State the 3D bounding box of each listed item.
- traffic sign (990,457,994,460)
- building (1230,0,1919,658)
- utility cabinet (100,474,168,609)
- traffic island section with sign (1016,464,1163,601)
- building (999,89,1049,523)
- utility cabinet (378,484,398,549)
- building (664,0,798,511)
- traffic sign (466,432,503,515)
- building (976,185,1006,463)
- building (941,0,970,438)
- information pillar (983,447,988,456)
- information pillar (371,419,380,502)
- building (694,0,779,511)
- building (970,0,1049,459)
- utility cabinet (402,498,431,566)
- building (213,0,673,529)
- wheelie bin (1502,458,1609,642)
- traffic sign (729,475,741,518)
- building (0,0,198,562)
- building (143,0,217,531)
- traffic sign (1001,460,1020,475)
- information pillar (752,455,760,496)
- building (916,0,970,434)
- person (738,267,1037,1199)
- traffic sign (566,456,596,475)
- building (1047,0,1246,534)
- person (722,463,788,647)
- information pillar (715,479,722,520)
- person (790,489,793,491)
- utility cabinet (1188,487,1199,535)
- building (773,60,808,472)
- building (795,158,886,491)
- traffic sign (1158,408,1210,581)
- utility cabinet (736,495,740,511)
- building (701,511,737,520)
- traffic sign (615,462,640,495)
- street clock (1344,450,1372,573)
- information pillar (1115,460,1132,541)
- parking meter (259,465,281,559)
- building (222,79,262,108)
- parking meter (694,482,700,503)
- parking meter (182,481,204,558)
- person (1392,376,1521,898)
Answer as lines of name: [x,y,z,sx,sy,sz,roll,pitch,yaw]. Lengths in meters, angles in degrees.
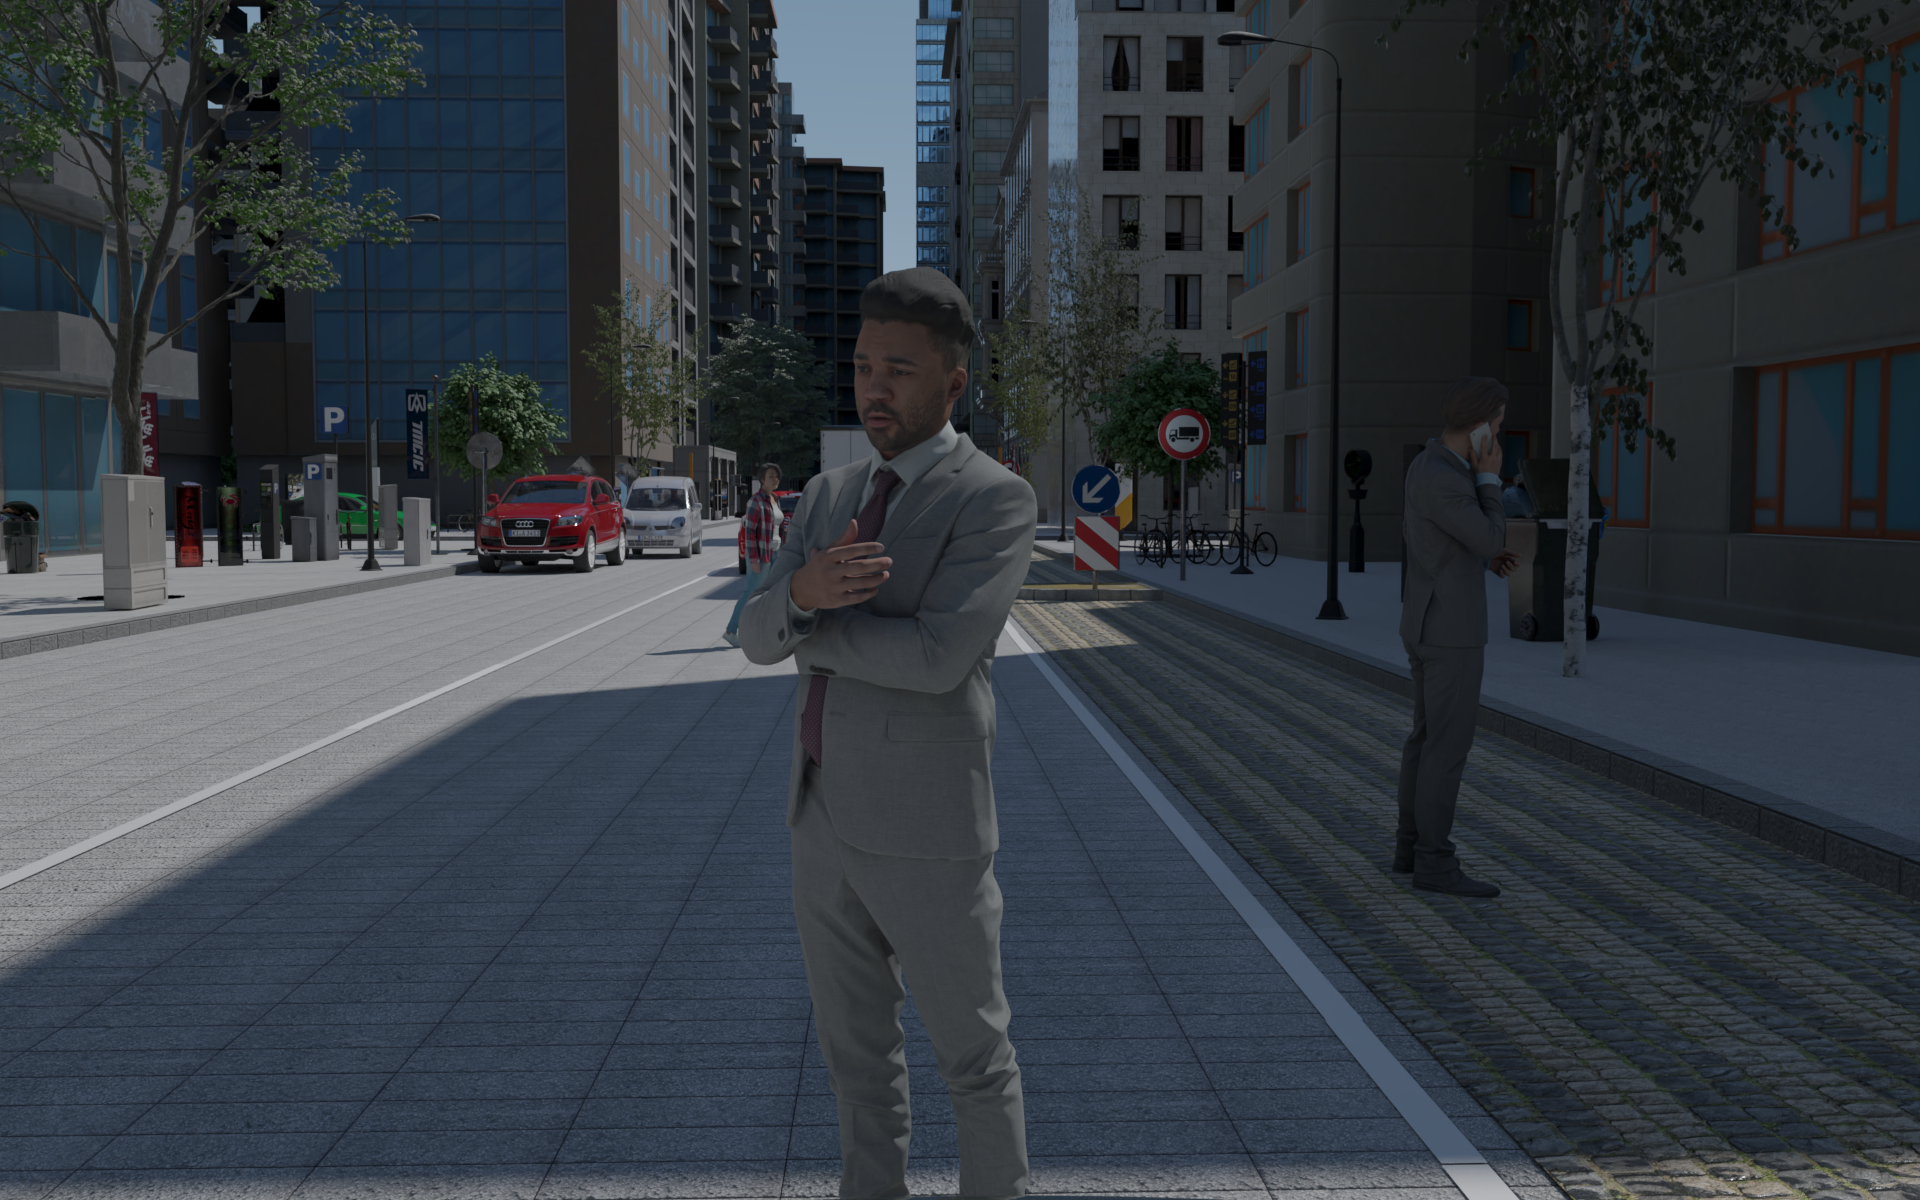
traffic sign: [0.821,-2.617,46.437,0.795,2.450,0.064,0,4,-2]
building: [20.834,-11.132,27.045,27.650,21.520,28.899,0,4,-2]
utility cabinet: [-9.293,-0.664,19.534,0.318,1.500,1.173,0,4,-7]
traffic island section with sign: [1.691,-0.940,23.998,1.989,1.847,2.006,0,4,-2]
building: [7.358,-14.436,85.175,9.793,20.994,18.267,0,4,-2]
utility cabinet: [-13.300,-1.930,40.228,0.318,1.500,1.173,-2,4,-24]
building: [-26.263,-44.556,166.745,20.563,71.187,20.611,0,4,-2]
traffic sign: [-9.791,-2.174,35.648,0.768,2.556,0.104,0,4,2]
building: [8.347,-17.942,112.438,14.460,24.649,34.723,0,4,-2]
building: [12.642,-36.774,190.491,28.713,52.752,27.495,0,4,-2]
information pillar: [1.206,-5.810,86.350,0.504,3.616,0.183,3,5,42]
information pillar: [-18.252,-3.828,53.943,0.504,3.616,0.183,2,4,32]
building: [-26.392,-29.836,142.448,22.147,44.769,28.867,0,4,-2]
building: [7.764,-27.971,140.914,14.154,41.232,14.086,0,4,-2]
utility cabinet: [-9.779,-1.227,31.228,0.306,1.237,1.020,0,4,-6]
building: [-19.433,-25.598,68.640,14.600,45.320,14.200,0,4,-2]
wheelie bin: [5.183,-0.450,15.273,0.980,1.594,0.693,-1,4,-9]
traffic sign: [-11.892,-5.466,91.501,0.606,2.300,0.079,0,4,6]
building: [-32.135,-25.162,31.012,30.456,49.044,23.786,0,4,-2]
building: [-34.487,-25.065,59.929,14.200,45.320,14.600,0,4,-2]
traffic sign: [1.843,-3.953,64.745,0.768,2.556,0.104,0,4,-1]
information pillar: [-12.356,-6.958,105.118,0.504,3.616,0.183,1,4,11]
building: [5.928,-55.731,223.871,31.000,86.520,22.319,0,4,-2]
person: [-0.135,0.356,2.866,0.511,1.800,0.466,2,4,26]
traffic sign: [-10.066,-2.594,46.051,0.795,2.450,0.064,0,4,-2]
building: [11.921,-12.573,60.314,16.860,20.320,10.420,0,4,-2]
person: [-1.875,-0.425,16.284,0.643,1.720,0.563,1,4,21]
information pillar: [-11.957,-4.945,85.342,0.304,2.012,0.304,2,4,32]
person: [-11.753,-6.876,121.113,0.537,1.800,0.526,1,4,11]
utility cabinet: [7.326,-2.805,54.545,0.318,1.500,1.173,0,4,6]
building: [-32.407,-34.958,191.176,30.456,49.044,23.786,0,4,-2]
building: [-23.964,-34.793,223.487,28.867,44.769,22.147,0,4,-2]
traffic sign: [3.310,-1.562,25.642,0.768,2.556,0.104,0,4,2]
utility cabinet: [-16.514,-7.151,128.079,0.306,1.237,1.020,-1,4,-20]
building: [-23.184,-40.164,94.936,20.563,71.187,20.611,0,4,-2]
traffic sign: [-10.366,-3.082,54.030,0.795,2.450,0.064,0,4,-2]
street clock: [6.495,-1.452,28.305,0.358,2.002,0.471,-1,4,-23]
information pillar: [4.438,-3.408,47.079,0.504,3.616,0.183,2,4,31]
parking meter: [-13.607,-1.739,34.148,0.255,1.863,0.399,0,4,-1]
building: [-76.848,-38.869,224.744,27.495,52.752,28.713,0,4,-2]
parking meter: [-12.716,-4.780,83.866,0.255,1.863,0.399,0,4,-3]
parking meter: [-15.390,-1.610,34.734,0.372,1.533,0.369,0,3,0]
person: [1.820,0.123,6.299,0.447,1.846,0.655,0,4,1]
